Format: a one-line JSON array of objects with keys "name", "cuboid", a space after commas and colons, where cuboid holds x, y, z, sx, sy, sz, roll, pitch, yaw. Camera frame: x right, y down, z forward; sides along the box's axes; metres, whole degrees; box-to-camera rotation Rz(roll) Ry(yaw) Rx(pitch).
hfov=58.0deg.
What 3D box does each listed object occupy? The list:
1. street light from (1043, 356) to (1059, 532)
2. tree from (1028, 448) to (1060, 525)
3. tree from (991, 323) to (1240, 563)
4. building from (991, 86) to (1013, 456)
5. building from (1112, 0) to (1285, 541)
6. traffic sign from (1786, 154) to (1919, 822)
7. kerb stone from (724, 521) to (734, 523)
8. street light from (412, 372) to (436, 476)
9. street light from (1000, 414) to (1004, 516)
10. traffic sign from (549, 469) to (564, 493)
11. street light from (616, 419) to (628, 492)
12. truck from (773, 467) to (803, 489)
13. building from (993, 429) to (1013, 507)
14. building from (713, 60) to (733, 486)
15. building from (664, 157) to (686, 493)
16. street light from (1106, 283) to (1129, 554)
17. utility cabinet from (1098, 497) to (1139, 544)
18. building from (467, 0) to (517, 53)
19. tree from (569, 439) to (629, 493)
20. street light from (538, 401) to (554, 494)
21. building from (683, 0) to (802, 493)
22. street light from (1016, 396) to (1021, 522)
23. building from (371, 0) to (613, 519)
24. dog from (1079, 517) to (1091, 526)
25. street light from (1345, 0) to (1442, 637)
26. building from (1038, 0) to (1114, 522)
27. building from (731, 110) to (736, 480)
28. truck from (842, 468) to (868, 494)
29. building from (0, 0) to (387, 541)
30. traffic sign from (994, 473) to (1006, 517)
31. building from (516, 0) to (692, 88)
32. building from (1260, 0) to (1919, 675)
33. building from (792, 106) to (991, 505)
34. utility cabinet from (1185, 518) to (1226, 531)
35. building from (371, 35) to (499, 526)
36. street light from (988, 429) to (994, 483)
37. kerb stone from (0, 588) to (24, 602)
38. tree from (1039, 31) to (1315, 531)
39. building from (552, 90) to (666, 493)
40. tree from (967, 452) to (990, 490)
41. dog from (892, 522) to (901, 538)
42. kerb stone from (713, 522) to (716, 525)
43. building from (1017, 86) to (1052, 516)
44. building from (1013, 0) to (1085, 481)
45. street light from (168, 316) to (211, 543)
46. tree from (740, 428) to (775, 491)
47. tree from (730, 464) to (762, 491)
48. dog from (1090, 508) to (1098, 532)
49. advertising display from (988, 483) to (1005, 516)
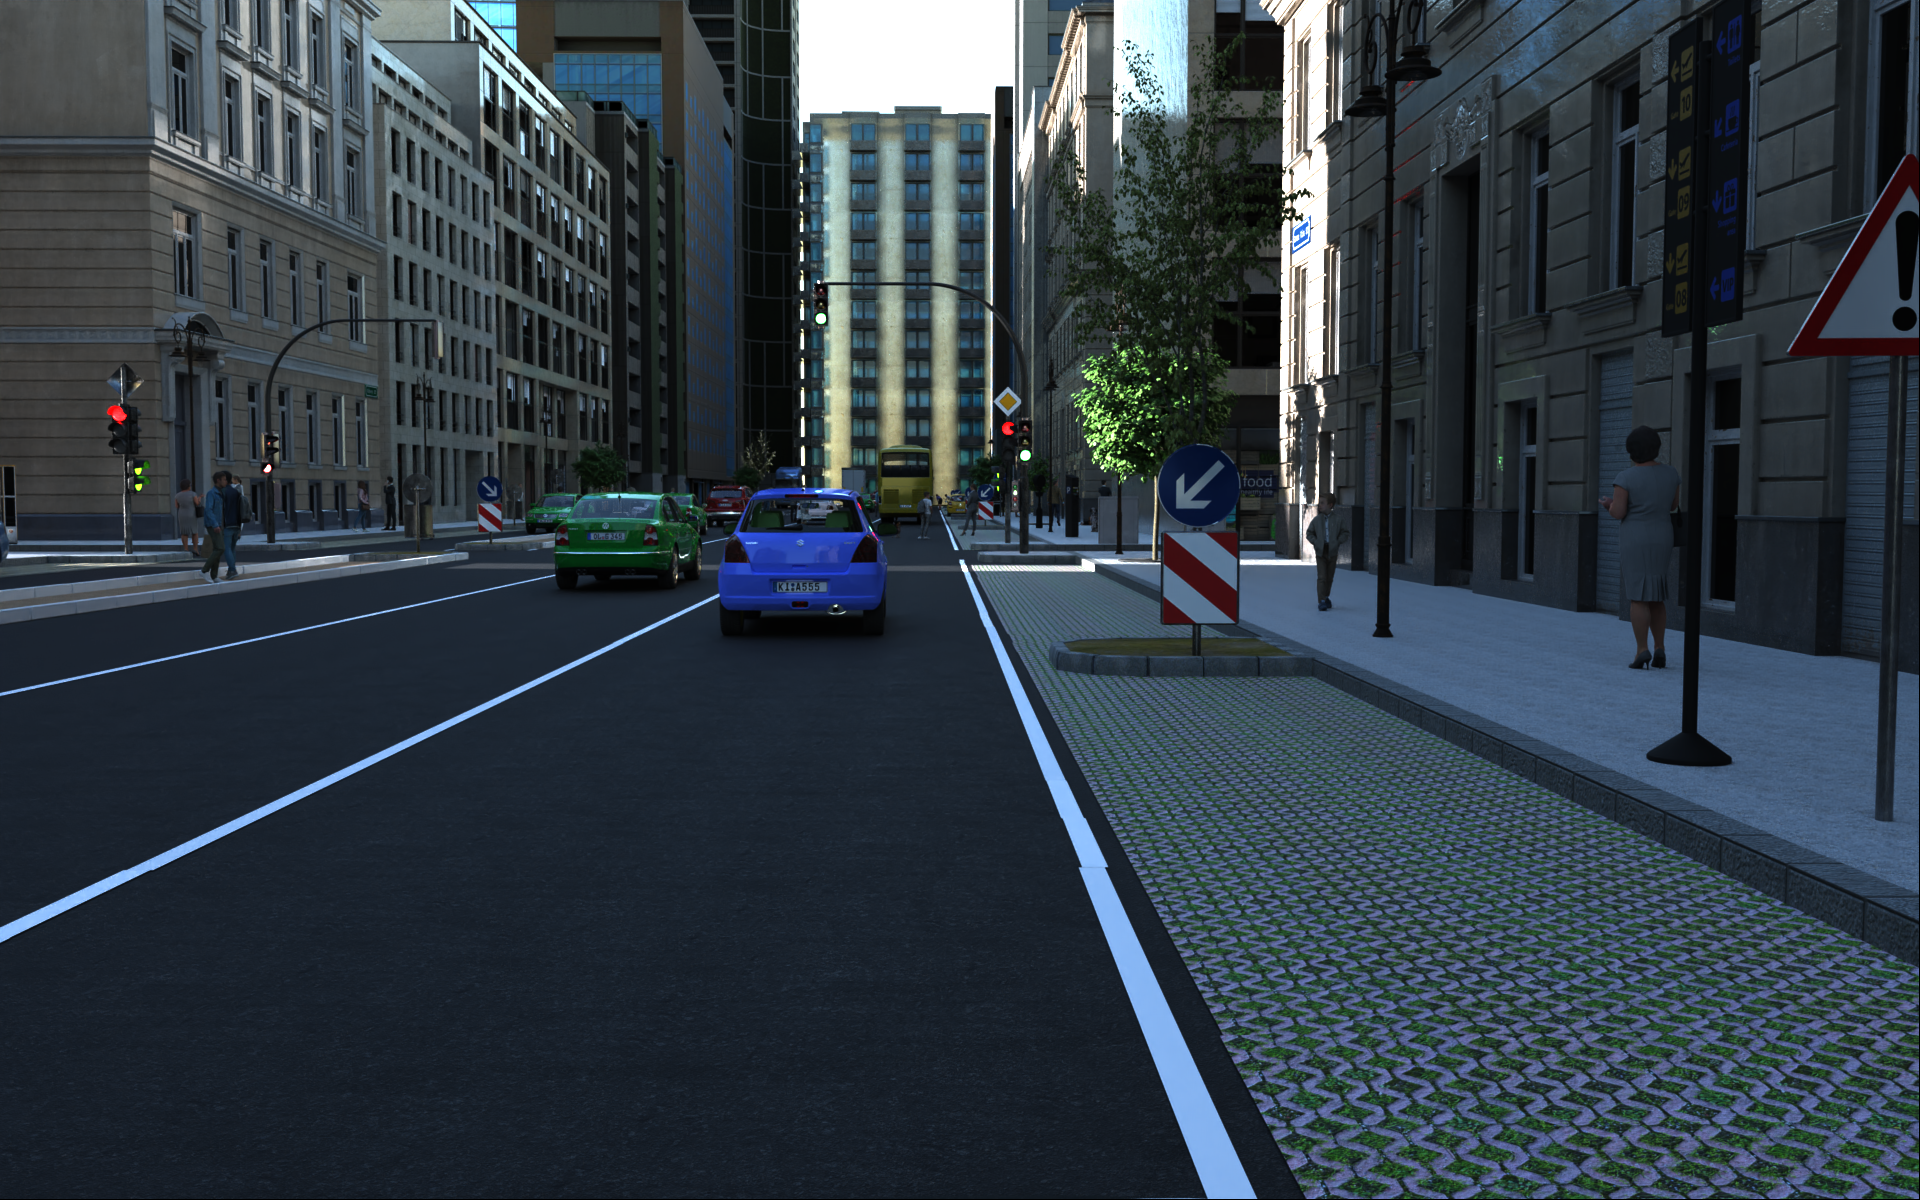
[{"name": "street light", "cuboid": [3.054, -5.227, 58.242, 0.468, 5.910, 1.993, 0, 4, -1]}, {"name": "tree", "cuboid": [3.432, -4.776, 72.681, 1.663, 3.219, 1.824, 0, 3, 0]}, {"name": "tree", "cuboid": [3.678, -3.011, 32.948, 4.285, 4.588, 4.351, 0, 3, 0]}, {"name": "building", "cuboid": [10.464, -32.845, 187.128, 14.600, 45.320, 14.200, 0, 4, -1]}, {"name": "building", "cuboid": [22.939, -15.390, 56.142, 34.151, 26.468, 19.350, 0, 4, -1]}, {"name": "traffic sign", "cuboid": [3.633, -0.412, 6.735, 0.884, 2.594, 0.081, 0, 4, 1]}, {"name": "kerb stone", "cuboid": [-11.629, -3.977, 87.287, 0.120, 0.150, 1.000, 0, 4, -1]}, {"name": "street light", "cuboid": [-20.281, -5.684, 65.714, 0.468, 5.910, 1.993, 0, 4, -1]}, {"name": "street light", "cuboid": [2.490, -7.757, 99.615, 0.468, 5.910, 1.993, 0, 4, -1]}, {"name": "traffic sign", "cuboid": [-20.415, -5.357, 87.686, 0.768, 2.556, 0.104, 0, 4, 5]}, {"name": "street light", "cuboid": [-20.958, -8.233, 107.399, 0.468, 5.910, 1.993, 0, 4, -1]}, {"name": "truck", "cuboid": [-16.816, -11.483, 177.503, 2.967, 4.110, 18.799, 0, 4, 0]}, {"name": "building", "cuboid": [14.862, -52.031, 163.378, 22.319, 86.520, 31.000, 0, 4, -1]}, {"name": "building", "cuboid": [-30.827, -31.792, 169.916, 14.600, 45.320, 14.200, 0, 4, -1]}, {"name": "building", "cuboid": [-30.620, -22.652, 142.068, 14.160, 30.474, 14.107, 0, 4, -1]}, {"name": "street light", "cuboid": [3.397, -3.914, 36.775, 0.468, 5.910, 1.993, 0, 4, -1]}, {"name": "utility cabinet", "cuboid": [4.085, -2.052, 44.711, 1.020, 1.237, 0.306, 0, 3, 0]}, {"name": "building", "cuboid": [-54.626, -53.110, 181.015, 31.000, 86.520, 22.319, 0, 4, -1]}, {"name": "tree", "cuboid": [-21.432, -7.289, 102.889, 4.285, 4.588, 4.351, 0, 3, 0]}, {"name": "street light", "cuboid": [-20.578, -6.938, 86.224, 0.468, 5.910, 1.993, 0, 4, -1]}, {"name": "building", "cuboid": [-30.791, -47.475, 214.467, 20.611, 71.187, 20.563, 0, 4, -1]}, {"name": "street light", "cuboid": [2.785, -6.481, 78.753, 0.468, 5.910, 1.993, 0, 4, -1]}, {"name": "building", "cuboid": [-33.210, -18.163, 101.489, 19.350, 26.468, 34.151, 0, 4, -1]}, {"name": "dog", "cuboid": [5.184, -3.231, 70.556, 0.550, 0.427, 0.748, -2, 4, -27]}, {"name": "street light", "cuboid": [3.802, -2.606, 15.397, 0.468, 5.910, 1.993, 0, 4, -1]}, {"name": "building", "cuboid": [10.912, -17.793, 88.173, 12.463, 27.353, 25.104, 0, 4, -1]}, {"name": "building", "cuboid": [-32.085, -32.791, 186.249, 14.200, 45.320, 14.600, 0, 4, -1]}, {"name": "truck", "cuboid": [-11.536, -12.232, 188.901, 2.839, 4.237, 11.283, 0, 4, -2]}, {"name": "building", "cuboid": [-28.394, -16.550, 56.494, 13.634, 28.700, 20.117, 0, 4, -1]}, {"name": "traffic sign", "cuboid": [2.251, -5.868, 96.053, 0.768, 2.556, 0.104, 0, 4, 5]}, {"name": "building", "cuboid": [-30.597, -30.926, 155.744, 14.600, 45.320, 14.200, 0, 4, -1]}, {"name": "building", "cuboid": [12.262, -13.778, 22.541, 12.463, 27.353, 25.104, 0, 4, -1]}, {"name": "building", "cuboid": [-5.277, -36.509, 216.534, 30.456, 49.044, 23.786, 0, 4, -1]}, {"name": "utility cabinet", "cuboid": [6.378, -2.066, 44.946, 1.020, 1.237, 0.306, 1, 4, 14]}, {"name": "building", "cuboid": [-27.700, -13.533, 76.021, 10.420, 20.320, 16.860, 0, 4, -1]}, {"name": "street light", "cuboid": [2.142, -9.011, 120.124, 0.468, 5.910, 1.993, 0, 4, -1]}, {"name": "kerb stone", "cuboid": [-12.741, -0.064, 23.242, 0.120, 0.150, 1.000, 0, 4, -1]}, {"name": "tree", "cuboid": [3.418, -4.700, 27.207, 4.737, 8.622, 4.395, 0, 3, 0]}, {"name": "building", "cuboid": [-30.156, -21.765, 127.566, 14.160, 30.474, 14.107, 0, 4, -1]}, {"name": "tree", "cuboid": [2.230, -8.805, 127.679, 4.285, 4.588, 4.351, 0, 3, 0]}, {"name": "dog", "cuboid": [-2.068, -2.301, 56.905, 0.540, 0.507, 0.406, 2, 4, 32]}, {"name": "kerb stone", "cuboid": [-11.552, -3.667, 82.153, 0.120, 0.150, 1.000, 0, 4, -1]}, {"name": "building", "cuboid": [10.140, -17.902, 110.717, 12.078, 24.808, 19.932, 0, 4, -1]}, {"name": "building", "cuboid": [14.635, -36.249, 134.675, 21.231, 58.520, 28.212, 0, 4, -1]}, {"name": "street light", "cuboid": [-20.042, -4.429, 45.203, 0.468, 5.910, 1.993, 0, 4, -1]}, {"name": "tree", "cuboid": [-22.641, -14.891, 193.828, 4.360, 8.622, 3.978, 0, 3, 0]}, {"name": "tree", "cuboid": [-22.980, -12.383, 186.176, 4.285, 4.588, 4.351, 0, 3, 0]}, {"name": "dog", "cuboid": [4.498, -2.701, 58.533, 0.513, 0.831, 0.800, 2, 4, 27]}, {"name": "advertising display", "cuboid": [2.157, -5.945, 102.407, 0.974, 1.923, 0.123, 0, 4, -6]}]
